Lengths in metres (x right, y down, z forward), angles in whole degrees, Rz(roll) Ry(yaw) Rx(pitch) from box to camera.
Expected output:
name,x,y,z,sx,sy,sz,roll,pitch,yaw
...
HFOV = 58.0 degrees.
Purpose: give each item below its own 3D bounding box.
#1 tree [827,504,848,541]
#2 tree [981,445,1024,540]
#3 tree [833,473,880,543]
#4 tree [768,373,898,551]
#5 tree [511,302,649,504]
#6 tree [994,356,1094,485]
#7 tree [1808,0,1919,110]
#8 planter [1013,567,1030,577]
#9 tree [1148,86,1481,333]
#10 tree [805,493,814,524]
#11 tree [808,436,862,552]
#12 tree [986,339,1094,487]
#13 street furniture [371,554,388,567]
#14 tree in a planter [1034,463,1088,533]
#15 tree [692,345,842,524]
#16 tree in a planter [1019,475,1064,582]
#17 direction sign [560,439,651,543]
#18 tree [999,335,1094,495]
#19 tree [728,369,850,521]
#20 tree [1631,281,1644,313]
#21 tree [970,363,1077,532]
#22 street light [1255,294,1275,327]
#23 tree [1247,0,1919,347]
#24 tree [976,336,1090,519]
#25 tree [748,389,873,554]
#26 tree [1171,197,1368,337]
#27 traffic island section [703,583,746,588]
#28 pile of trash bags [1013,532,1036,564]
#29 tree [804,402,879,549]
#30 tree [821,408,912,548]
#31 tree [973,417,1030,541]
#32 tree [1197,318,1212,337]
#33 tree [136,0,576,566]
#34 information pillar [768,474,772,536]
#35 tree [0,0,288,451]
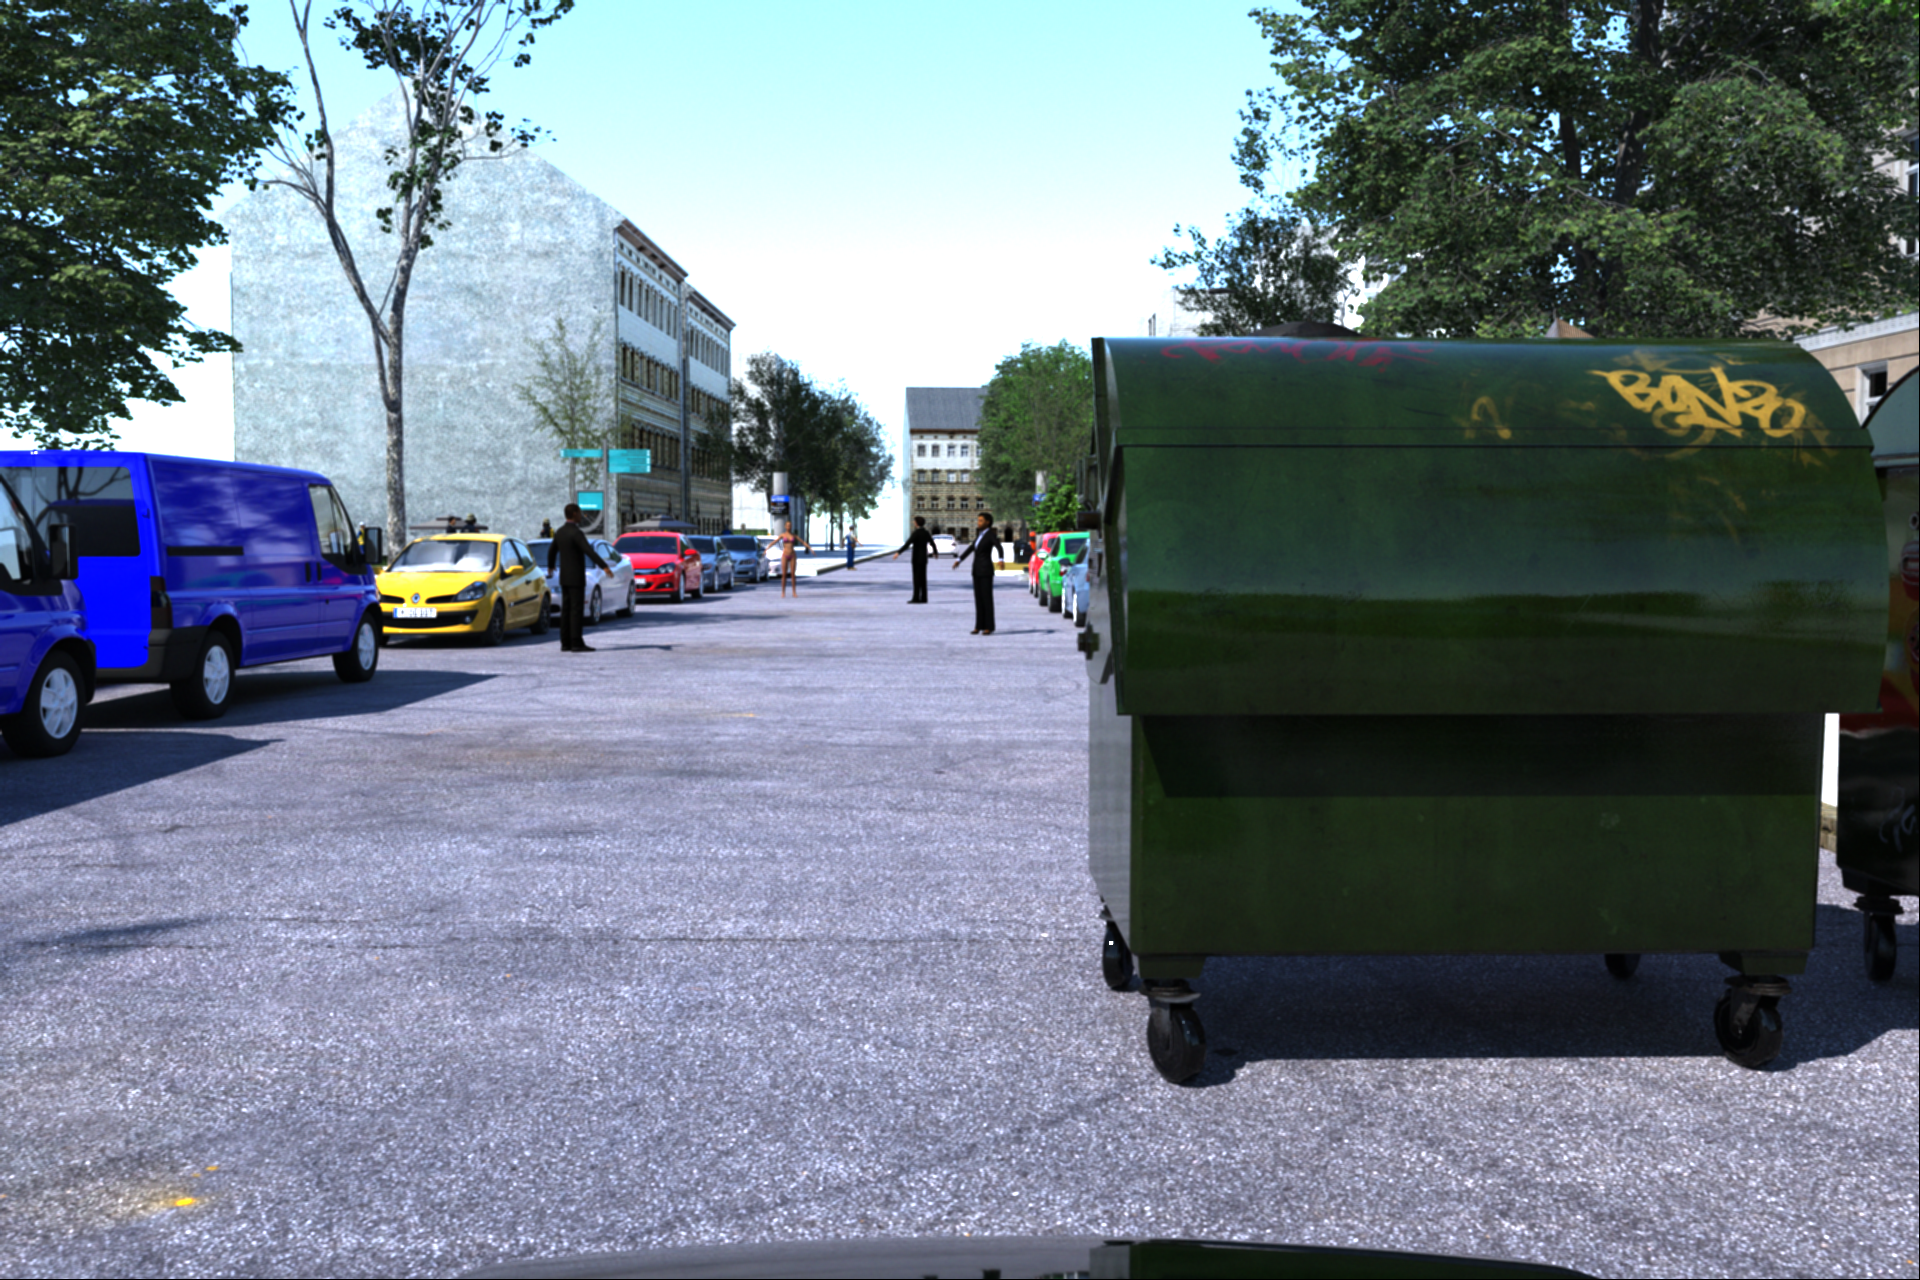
name,x,y,z,sx,sy,sz,roll,pitch,yaw
tree,-17.796,-18.829,258.210,4.360,8.622,3.978,0,3,0
tree,5.273,-13.703,149.800,9.928,11.665,9.643,0,3,0
tree,-15.111,-19.908,251.253,9.928,11.665,9.643,0,3,0
tree,-9.764,-13.565,132.159,12.009,13.543,11.850,0,3,0
tree,-12.689,-6.459,55.962,4.360,8.622,3.978,0,3,0
tree,6.009,-10.682,100.410,9.928,11.665,9.643,0,3,0
tree,9.222,-5.198,10.739,9.928,11.665,9.643,0,3,0
planter,2.817,-2.302,58.780,1.991,0.319,1.994,0,4,-1
tree,14.924,-13.375,74.566,12.611,20.169,13.585,0,3,0
tree,-24.204,-20.413,251.875,7.486,12.596,7.792,0,3,0
tree,-9.337,-10.613,123.878,4.737,8.622,4.395,0,3,0
tree,5.415,-10.094,90.800,9.928,11.665,9.643,0,3,0
street furniture,-20.975,-3.350,70.403,5.734,0.657,10.072,0,4,-2
tree in a planter,2.793,-2.849,43.811,1.991,3.239,1.994,0,4,1
tree,-9.650,-9.284,86.201,8.767,10.594,7.601,1,4,15
tree in a planter,2.801,-3.395,52.734,1.991,3.239,1.994,0,4,-1
direction sign,-9.944,-3.698,49.231,2.525,3.948,1.411,0,4,0
tree,3.403,-6.944,63.890,4.360,8.622,3.978,0,3,0
tree,-9.970,-9.991,97.759,8.767,10.594,7.601,3,4,37
tree,27.250,-9.021,65.621,7.486,12.596,7.792,0,3,0
tree,5.257,-13.299,124.090,9.857,13.997,8.962,0,3,0
street light,6.452,-3.685,32.784,1.470,5.913,1.316,0,3,0
tree,8.766,-7.141,23.410,9.857,13.997,8.962,0,3,0
tree,5.626,-12.462,110.411,9.857,13.997,8.962,0,3,0
tree,-9.857,-10.802,111.028,8.767,10.594,7.601,0,4,-5
tree,8.670,-7.001,48.879,7.601,10.594,8.767,-1,4,-20
traffic island section,-6.872,-1.485,47.149,1.991,0.108,1.994,0,3,0
pile of trash bags,3.279,-4.071,76.307,1.912,1.369,3.447,0,3,0
tree,-10.382,-13.928,145.857,7.486,12.596,7.792,0,3,0
tree,-9.972,-15.374,161.733,12.009,13.543,11.850,0,3,0
tree,5.869,-15.529,160.553,9.857,13.997,8.962,0,3,0
tree,9.058,-6.698,59.869,4.737,8.622,4.395,0,3,0
tree,-13.688,-11.153,38.246,12.611,20.169,13.585,0,3,0
information pillar,-7.457,-4.682,67.907,0.183,3.616,0.504,0,3,0
tree,-12.795,-6.373,22.320,7.486,12.596,7.792,0,3,0
